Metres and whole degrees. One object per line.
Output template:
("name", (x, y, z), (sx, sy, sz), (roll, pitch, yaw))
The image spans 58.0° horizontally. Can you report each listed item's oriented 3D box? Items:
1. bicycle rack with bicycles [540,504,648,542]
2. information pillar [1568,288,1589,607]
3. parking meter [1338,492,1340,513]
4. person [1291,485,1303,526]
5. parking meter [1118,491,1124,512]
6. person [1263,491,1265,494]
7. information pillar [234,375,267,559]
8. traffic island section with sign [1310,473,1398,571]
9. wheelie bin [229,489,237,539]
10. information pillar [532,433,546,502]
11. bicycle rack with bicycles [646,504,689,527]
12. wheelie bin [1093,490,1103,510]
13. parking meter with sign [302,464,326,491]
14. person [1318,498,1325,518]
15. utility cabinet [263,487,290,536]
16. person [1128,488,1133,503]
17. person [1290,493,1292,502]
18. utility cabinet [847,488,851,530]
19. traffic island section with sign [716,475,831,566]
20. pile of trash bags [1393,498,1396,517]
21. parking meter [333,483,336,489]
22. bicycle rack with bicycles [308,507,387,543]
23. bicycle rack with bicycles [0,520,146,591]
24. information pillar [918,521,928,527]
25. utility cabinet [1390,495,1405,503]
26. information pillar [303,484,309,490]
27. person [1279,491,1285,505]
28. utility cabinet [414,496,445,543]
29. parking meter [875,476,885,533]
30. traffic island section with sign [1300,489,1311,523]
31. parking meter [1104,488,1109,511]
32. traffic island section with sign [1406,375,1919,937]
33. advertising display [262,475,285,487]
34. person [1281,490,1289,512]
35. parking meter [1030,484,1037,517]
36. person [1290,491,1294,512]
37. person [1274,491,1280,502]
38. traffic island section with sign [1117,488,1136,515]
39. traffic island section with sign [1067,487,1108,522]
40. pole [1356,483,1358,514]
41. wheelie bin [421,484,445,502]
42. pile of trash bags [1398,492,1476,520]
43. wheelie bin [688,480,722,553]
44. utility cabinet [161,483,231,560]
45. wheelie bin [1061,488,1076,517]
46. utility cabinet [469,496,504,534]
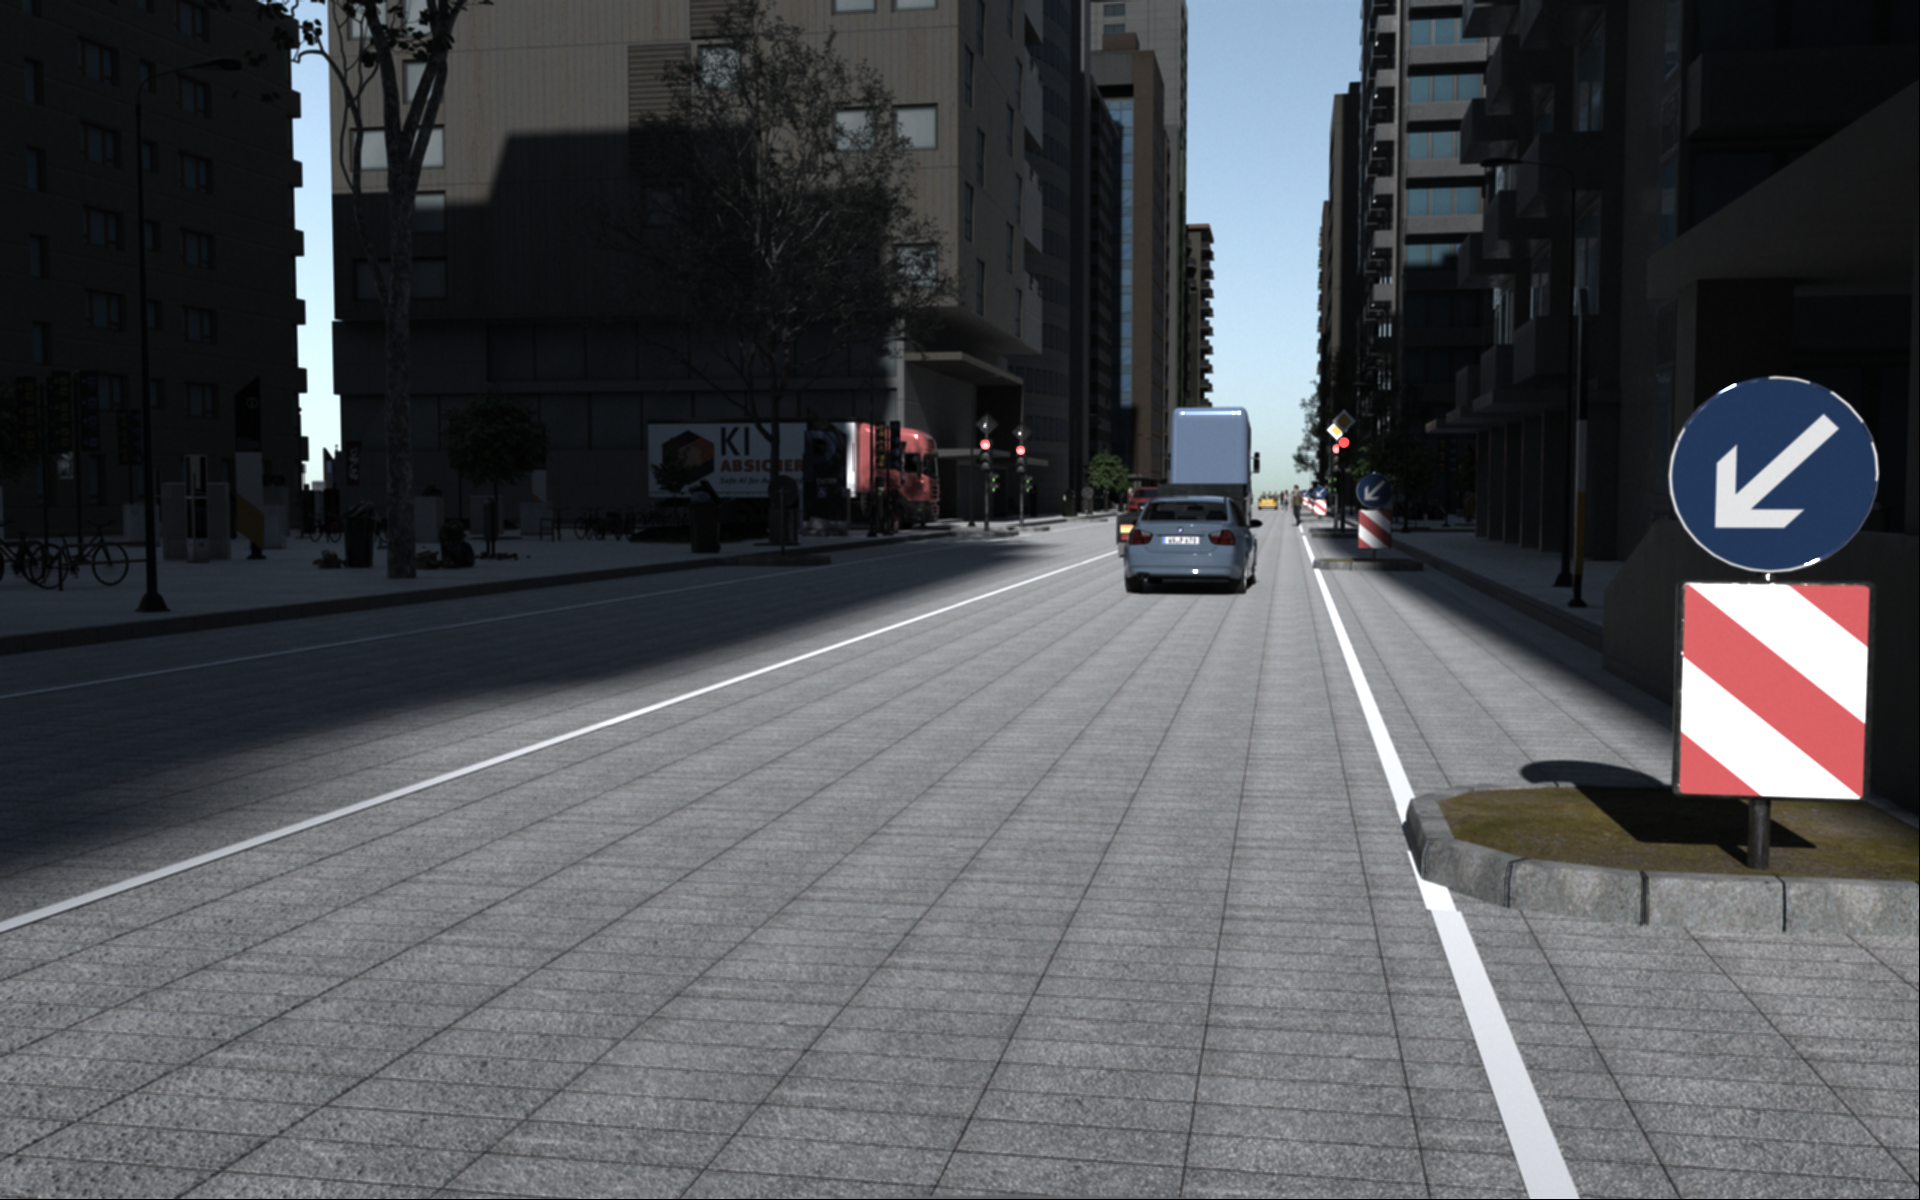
("bicycle rack with bicycles", (-10.465, -2.119, 48.031), (2.852, 0.926, 2.925), (-1, 4, -23))
("information pillar", (7.025, -1.727, 19.588), (0.183, 3.616, 0.504), (1, 4, 16))
("parking meter", (25.638, -6.842, 117.584), (0.255, 1.863, 0.399), (0, 4, 4))
("person", (15.200, -4.262, 78.091), (0.656, 1.842, 0.836), (2, 4, 29))
("parking meter", (11.526, -7.065, 123.921), (0.372, 1.533, 0.369), (0, 3, 0))
("person", (41.648, -13.988, 237.218), (1.348, 1.822, 0.705), (0, 4, 4))
("information pillar", (-13.971, -2.613, 34.077), (0.504, 3.616, 0.183), (-1, 4, -14))
("traffic island section with sign", (7.824, -1.511, 33.326), (1.989, 1.847, 2.006), (1, 4, 11))
("wheelie bin", (-20.987, -2.529, 49.253), (0.980, 1.594, 0.693), (3, 5, 44))
("information pillar", (-14.333, -4.139, 59.024), (0.504, 3.616, 0.183), (-2, 4, -24))
("bicycle rack with bicycles", (-11.126, -2.950, 61.620), (2.852, 0.926, 2.925), (-2, 4, -32))
("wheelie bin", (10.710, -7.828, 135.897), (0.980, 1.594, 0.693), (0, 4, -1))
("parking meter with sign", (-36.880, -6.324, 99.655), (1.738, 3.016, 0.543), (0, 4, -7))
("person", (21.457, -5.728, 102.708), (0.362, 1.759, 0.519), (3, 5, 40))
("utility cabinet", (-20.673, -2.658, 52.141), (1.173, 1.500, 0.318), (2, 4, 33))
("person", (9.668, -5.425, 97.375), (0.526, 1.800, 0.537), (3, 4, 36))
("person", (50.981, -15.685, 266.426), (0.415, 1.643, 0.593), (2, 4, 33))
("utility cabinet", (-4.248, -3.201, 61.007), (0.318, 1.500, 1.173), (2, 4, 25))
("traffic island section with sign", (-3.720, -1.633, 35.326), (1.989, 1.847, 2.006), (1, 4, 11))
("pile of trash bags", (24.398, -5.389, 97.869), (1.912, 1.369, 3.447), (0, 4, -5))
("parking meter", (-29.895, -4.737, 83.163), (0.399, 1.863, 0.255), (2, 4, 34))
("bicycle rack with bicycles", (-15.724, -2.014, 46.314), (2.852, 0.926, 2.925), (-3, 5, -44))
("bicycle rack with bicycles", (-12.750, -0.640, 23.852), (2.852, 0.926, 2.925), (1, 4, 14))
("information pillar", (-1.385, -4.652, 67.419), (0.504, 3.616, 0.183), (2, 4, 35))
("utility cabinet", (26.076, -5.650, 103.541), (1.020, 1.237, 0.306), (-1, 4, -20))
("information pillar", (-48.187, -7.535, 127.691), (0.304, 2.012, 0.304), (1, 4, 22))
("person", (41.448, -13.114, 222.875), (1.348, 1.831, 0.705), (0, 4, -5))
("utility cabinet", (-14.049, -2.107, 45.614), (1.020, 1.237, 0.306), (2, 4, 26))
("parking meter", (-2.636, -3.128, 56.848), (0.255, 1.863, 0.399), (-1, 4, -16))
("traffic island section with sign", (18.062, -4.821, 87.448), (1.989, 1.847, 2.006), (1, 4, 11))
("parking meter", (11.251, -7.803, 133.291), (0.255, 1.863, 0.399), (-2, 4, -24))
("traffic island section with sign", (2.770, 0.123, 6.617), (1.989, 1.847, 2.006), (1, 4, 11))
("advertising display", (-23.766, -3.333, 59.703), (0.974, 1.923, 0.123), (-1, 4, -16))
("person", (25.913, -7.880, 137.929), (0.643, 1.750, 0.593), (1, 4, 21))
("parking meter", (4.153, -5.640, 97.926), (0.399, 1.863, 0.255), (1, 4, 12))
("person", (26.859, -7.963, 139.700), (0.512, 1.701, 0.522), (1, 4, 13))
("person", (34.716, -11.065, 190.135), (0.721, 1.736, 1.217), (-3, 5, -42))
("traffic island section with sign", (11.656, -6.603, 116.579), (1.989, 1.847, 2.006), (1, 4, 11))
("traffic island section with sign", (6.643, -4.983, 90.093), (1.989, 1.847, 2.006), (1, 4, 11))
("pole", (25.354, -7.124, 110.325), (0.158, 3.312, 0.155), (0, 3, 0))
("wheelie bin", (-16.757, -2.880, 54.992), (0.693, 1.594, 0.980), (-2, 4, -35))
("pile of trash bags", (23.528, -4.602, 84.992), (3.447, 1.369, 1.912), (2, 4, 24))
("wheelie bin", (-5.580, -1.828, 37.800), (0.693, 1.594, 0.980), (-1, 4, -20))
("utility cabinet", (-14.785, -1.520, 33.527), (1.173, 1.500, 0.318), (0, 4, -7))
("wheelie bin", (6.126, -5.491, 97.692), (0.693, 1.594, 0.980), (1, 4, 17))
("utility cabinet", (-15.084, -2.692, 55.179), (1.020, 1.237, 0.306), (-1, 4, -10))
